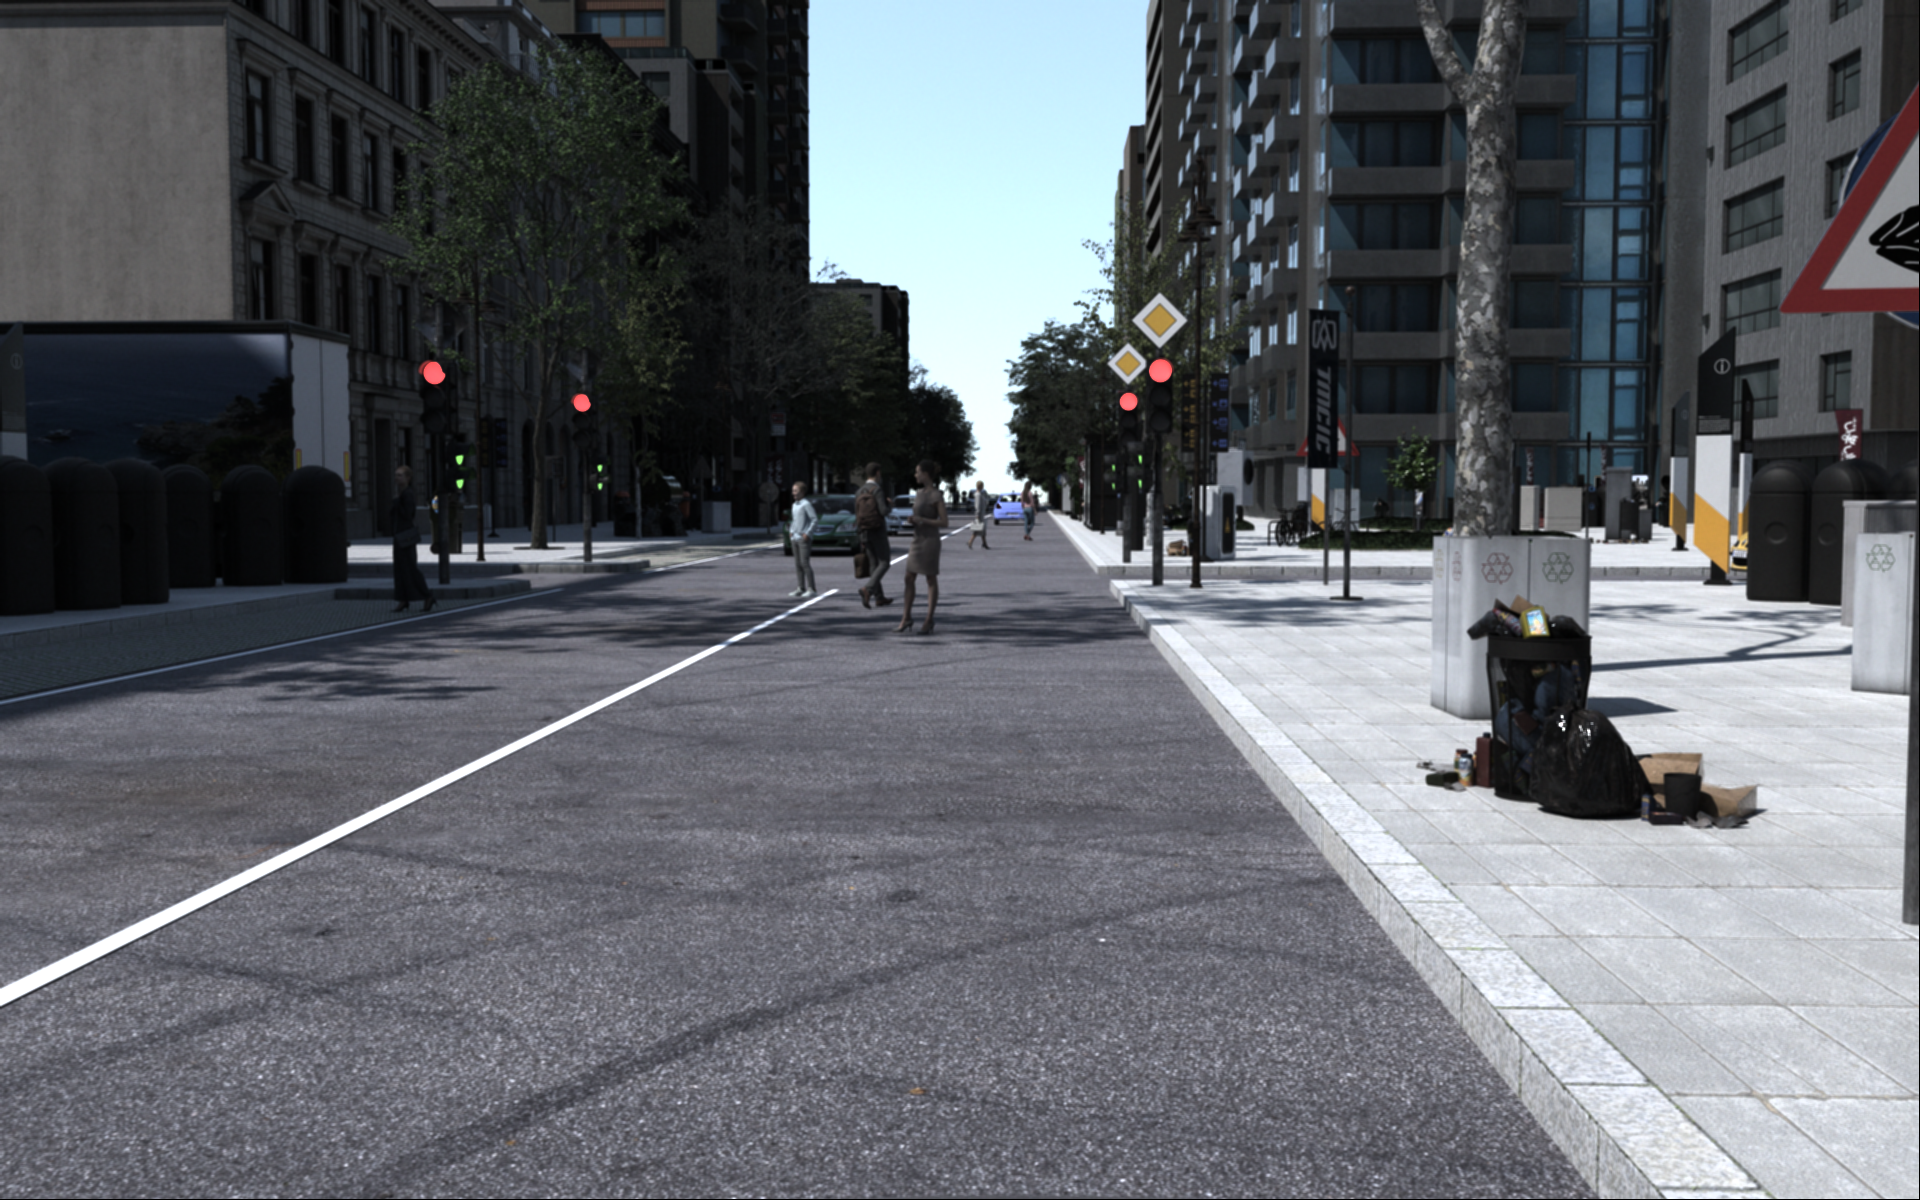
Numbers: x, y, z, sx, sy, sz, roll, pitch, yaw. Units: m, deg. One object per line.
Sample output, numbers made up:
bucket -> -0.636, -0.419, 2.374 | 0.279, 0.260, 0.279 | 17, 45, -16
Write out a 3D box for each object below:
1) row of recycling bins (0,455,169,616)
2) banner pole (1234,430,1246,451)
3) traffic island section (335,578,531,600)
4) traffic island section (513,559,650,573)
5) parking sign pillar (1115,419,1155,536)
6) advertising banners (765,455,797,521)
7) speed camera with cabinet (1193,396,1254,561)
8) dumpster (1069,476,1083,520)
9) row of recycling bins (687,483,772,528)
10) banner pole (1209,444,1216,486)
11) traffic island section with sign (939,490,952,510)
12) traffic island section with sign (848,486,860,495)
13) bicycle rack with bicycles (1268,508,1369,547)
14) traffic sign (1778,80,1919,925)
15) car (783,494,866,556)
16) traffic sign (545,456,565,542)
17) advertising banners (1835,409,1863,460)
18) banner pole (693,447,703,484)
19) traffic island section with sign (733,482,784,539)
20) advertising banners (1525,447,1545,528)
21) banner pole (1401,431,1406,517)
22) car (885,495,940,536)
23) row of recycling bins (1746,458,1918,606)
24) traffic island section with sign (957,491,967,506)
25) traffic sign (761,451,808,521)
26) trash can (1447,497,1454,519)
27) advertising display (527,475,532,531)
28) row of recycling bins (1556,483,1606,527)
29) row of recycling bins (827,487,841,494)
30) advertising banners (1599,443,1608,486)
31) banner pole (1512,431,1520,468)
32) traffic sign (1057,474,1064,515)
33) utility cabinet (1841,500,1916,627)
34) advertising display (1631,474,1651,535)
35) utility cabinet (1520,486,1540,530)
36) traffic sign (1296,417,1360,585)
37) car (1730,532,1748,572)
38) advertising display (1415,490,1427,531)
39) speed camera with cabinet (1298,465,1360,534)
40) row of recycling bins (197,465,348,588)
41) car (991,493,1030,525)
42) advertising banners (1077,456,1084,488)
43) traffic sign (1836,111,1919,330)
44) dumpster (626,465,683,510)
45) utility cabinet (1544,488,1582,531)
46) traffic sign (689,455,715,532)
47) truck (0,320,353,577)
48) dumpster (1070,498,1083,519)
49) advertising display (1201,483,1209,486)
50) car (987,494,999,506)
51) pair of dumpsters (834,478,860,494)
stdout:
row of recycling bins -> -10.087, -0.727, 19.004 | 1.069, 1.692, 3.534 | 1, 4, 16
banner pole -> 10.946, -4.766, 67.943 | 0.863, 3.779, 0.401 | -3, 4, -37
traffic island section -> -7.385, -0.151, 24.752 | 2.009, 0.180, 2.903 | 0, 4, 2
traffic island section -> -7.050, -0.639, 32.730 | 2.009, 0.180, 2.903 | 0, 4, 2
parking sign pillar -> 5.518, -3.963, 53.272 | 1.447, 3.967, 1.447 | -1, 4, -8
advertising banners -> -8.223, -5.219, 81.523 | 2.074, 3.025, 0.090 | 1, 4, 19
speed camera with cabinet -> 5.213, -2.435, 34.156 | 0.660, 3.252, 2.038 | 2, 4, 28
dumpster -> 6.144, -5.067, 85.339 | 1.502, 2.255, 1.985 | 0, 4, 3
row of recycling bins -> -8.937, -3.673, 67.166 | 3.534, 1.692, 1.069 | 1, 4, 15
banner pole -> 11.286, -5.303, 76.716 | 0.863, 3.779, 0.401 | -3, 5, -42
traffic island section with sign -> -1.721, -9.236, 159.635 | 1.989, 1.847, 2.006 | 0, 4, 2
traffic island section with sign -> -4.978, -4.495, 82.127 | 1.989, 1.847, 2.006 | 0, 4, 2
bicycle rack with bicycles -> 8.682, -1.805, 42.893 | 2.852, 0.926, 2.925 | 3, 5, 42
traffic sign -> 2.853, -0.312, 5.102 | 0.884, 2.594, 0.081 | 0, 4, 8
car -> -3.118, -1.831, 41.736 | 2.131, 1.459, 4.920 | 0, 4, 2
traffic sign -> -10.914, -2.715, 46.523 | 0.606, 2.300, 0.079 | 0, 4, 3
advertising banners -> 18.928, -2.391, 35.278 | 2.074, 3.025, 0.090 | 2, 4, 30
banner pole -> -13.873, -6.215, 91.632 | 0.863, 3.779, 0.401 | 3, 4, 37
traffic island section with sign -> -6.106, -2.848, 55.196 | 1.989, 1.847, 2.006 | 0, 4, 2
advertising banners -> 21.734, -4.188, 64.656 | 2.074, 3.025, 0.090 | -2, 4, -33
banner pole -> 17.632, -4.834, 69.054 | 0.401, 3.779, 0.863 | 2, 4, 26
car -> -1.639, -2.959, 60.381 | 2.014, 1.417, 4.499 | 0, 4, 2
row of recycling bins -> 10.647, -0.772, 19.737 | 1.069, 1.692, 3.534 | -2, 4, -33
traffic island section with sign -> 0.607, -12.610, 214.799 | 1.989, 1.847, 2.006 | 0, 4, 2
traffic sign -> -8.343, -5.407, 82.283 | 2.265, 3.308, 0.079 | 1, 4, 9
trash can -> 20.678, -3.711, 72.327 | 0.748, 1.137, 0.748 | 0, 3, 0
advertising display -> -14.949, -3.359, 60.141 | 0.123, 1.923, 0.974 | -1, 4, -14
row of recycling bins -> 24.579, -3.657, 66.897 | 3.534, 1.692, 1.069 | -1, 4, -12
row of recycling bins -> -7.403, -5.682, 100.009 | 1.069, 1.692, 3.534 | 0, 3, 0
advertising banners -> 22.809, -3.927, 60.397 | 2.074, 3.025, 0.090 | -3, 5, -40
banner pole -> 22.057, -4.838, 69.124 | 0.863, 3.779, 0.401 | -1, 4, -15
traffic sign -> 6.283, -6.448, 105.525 | 0.768, 2.556, 0.104 | 1, 4, 11
utility cabinet -> 9.087, -0.346, 16.825 | 1.020, 1.237, 0.306 | -1, 4, -17
advertising display -> 21.361, -3.036, 54.856 | 0.123, 1.923, 0.974 | -3, 5, -43
utility cabinet -> 14.962, -2.316, 46.548 | 0.318, 1.500, 1.173 | -3, 5, -41
traffic sign -> 5.150, -1.486, 24.307 | 0.884, 2.594, 0.081 | 0, 4, 4
car -> 14.680, -1.098, 28.184 | 3.980, 1.641, 2.015 | 0, 4, 1
advertising display -> 13.886, -2.877, 52.251 | 0.123, 1.923, 0.974 | 0, 4, 0
speed camera with cabinet -> 11.946, -3.777, 56.093 | 2.038, 3.252, 0.660 | -1, 4, -22
row of recycling bins -> -10.355, -1.045, 24.205 | 3.534, 1.692, 1.069 | -3, 5, -40
car -> 2.437, -4.376, 81.144 | 1.945, 1.707, 3.694 | 0, 4, 0
advertising banners -> 6.268, -5.088, 79.376 | 2.074, 3.025, 0.090 | 2, 4, 32
traffic sign -> 3.186, -0.336, 5.598 | 0.768, 2.556, 0.104 | 0, 4, 5
dumpster -> -10.045, -3.330, 56.943 | 1.502, 2.255, 1.985 | 0, 4, 2
utility cabinet -> 20.385, -3.051, 58.559 | 1.173, 1.500, 0.318 | 0, 4, -3
traffic sign -> -8.637, -3.544, 57.952 | 0.884, 2.594, 0.081 | 0, 4, 8
truck -> -16.281, -2.478, 29.436 | 11.283, 4.237, 2.839 | 0, 4, 3
dumpster -> 6.286, -5.101, 89.165 | 1.264, 1.857, 1.865 | 0, 4, 2
advertising display -> 14.772, -6.080, 104.618 | 0.974, 1.923, 0.123 | -2, 4, -26
car -> 3.477, -10.572, 182.633 | 2.009, 1.686, 4.222 | 0, 4, 1
pair of dumpsters -> -6.931, -6.322, 105.856 | 1.574, 2.255, 4.437 | 0, 4, 2
